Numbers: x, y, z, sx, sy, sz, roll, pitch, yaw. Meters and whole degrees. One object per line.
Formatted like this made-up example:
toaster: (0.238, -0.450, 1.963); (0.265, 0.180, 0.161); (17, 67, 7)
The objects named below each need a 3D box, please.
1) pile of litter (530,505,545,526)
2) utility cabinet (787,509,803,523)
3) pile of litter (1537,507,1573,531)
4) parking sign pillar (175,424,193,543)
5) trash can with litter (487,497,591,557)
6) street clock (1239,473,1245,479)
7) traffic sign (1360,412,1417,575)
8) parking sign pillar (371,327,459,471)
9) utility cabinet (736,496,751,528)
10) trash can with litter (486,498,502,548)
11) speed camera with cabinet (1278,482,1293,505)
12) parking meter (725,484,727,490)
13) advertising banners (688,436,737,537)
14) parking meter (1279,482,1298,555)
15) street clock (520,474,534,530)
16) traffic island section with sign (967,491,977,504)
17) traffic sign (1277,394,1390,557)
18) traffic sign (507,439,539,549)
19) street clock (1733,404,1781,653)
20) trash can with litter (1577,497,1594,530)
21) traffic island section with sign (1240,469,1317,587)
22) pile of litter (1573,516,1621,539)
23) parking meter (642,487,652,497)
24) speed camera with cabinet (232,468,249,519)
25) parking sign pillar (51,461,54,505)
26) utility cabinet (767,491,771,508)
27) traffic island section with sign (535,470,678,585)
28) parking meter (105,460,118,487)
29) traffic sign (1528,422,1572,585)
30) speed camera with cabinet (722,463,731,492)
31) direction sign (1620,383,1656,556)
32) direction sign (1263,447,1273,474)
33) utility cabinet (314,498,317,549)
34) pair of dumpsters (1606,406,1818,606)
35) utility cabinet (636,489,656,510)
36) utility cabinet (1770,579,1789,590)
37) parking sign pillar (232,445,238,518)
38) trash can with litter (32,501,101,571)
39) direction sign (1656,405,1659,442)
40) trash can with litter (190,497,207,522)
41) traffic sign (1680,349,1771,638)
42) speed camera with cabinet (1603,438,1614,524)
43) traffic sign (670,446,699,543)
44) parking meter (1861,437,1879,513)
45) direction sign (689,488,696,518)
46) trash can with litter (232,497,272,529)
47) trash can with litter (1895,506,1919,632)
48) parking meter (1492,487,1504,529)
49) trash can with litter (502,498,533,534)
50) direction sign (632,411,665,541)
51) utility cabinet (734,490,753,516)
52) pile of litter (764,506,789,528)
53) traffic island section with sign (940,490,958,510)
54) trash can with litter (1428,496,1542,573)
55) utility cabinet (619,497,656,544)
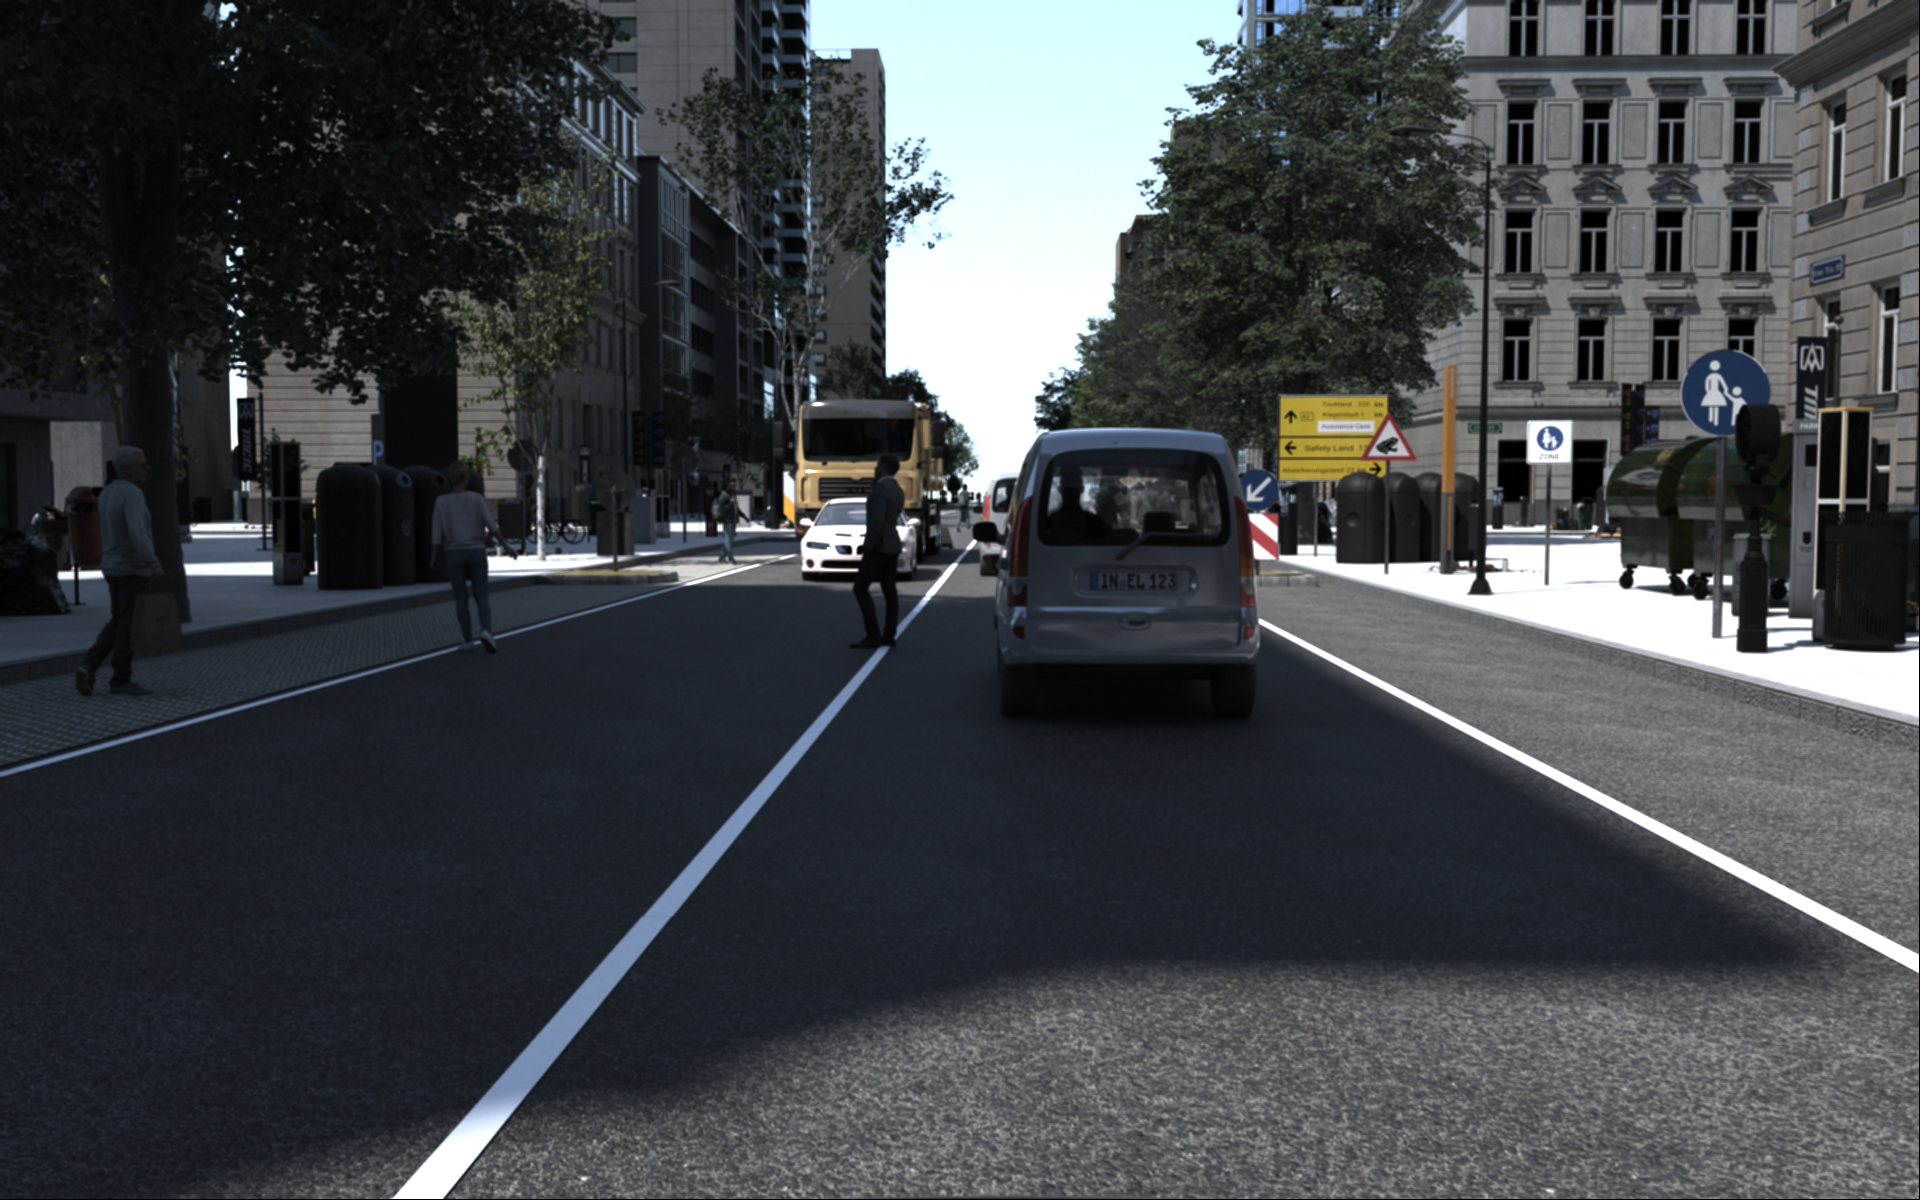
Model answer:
pile of litter: (-17.595, -3.473, 70.753); (1.176, 0.858, 1.719); (2, 4, 30)
utility cabinet: (-7.192, -4.046, 77.314); (1.020, 1.237, 0.306); (-1, 4, -13)
pile of litter: (21.116, -2.856, 60.657); (1.176, 0.858, 1.719); (-3, 5, -44)
parking sign pillar: (-21.153, -3.508, 45.834); (1.447, 3.967, 1.447); (3, 5, 43)
trash can with litter: (-8.996, -1.542, 36.271); (2.233, 1.210, 1.678); (-3, 4, -37)
street clock: (9.844, -3.388, 59.972); (0.358, 2.002, 0.471); (-2, 4, -35)
traffic sign: (6.797, -1.684, 27.539); (0.884, 2.594, 0.081); (0, 4, 3)
parking sign pillar: (-8.677, -2.393, 27.600); (1.447, 3.967, 1.447); (3, 5, 42)
utility cabinet: (-8.507, -3.351, 65.945); (1.020, 1.237, 0.306); (0, 4, 1)
trash can with litter: (-11.501, -1.812, 41.016); (0.624, 1.170, 1.055); (2, 4, 24)
speed camera with cabinet: (15.215, -5.354, 81.877); (2.038, 3.252, 0.660); (-1, 4, -12)
parking meter: (-13.113, -5.661, 98.270); (0.255, 1.863, 0.399); (-3, 5, -40)
advertising banners: (-7.464, -3.418, 52.070); (2.074, 3.025, 0.090); (3, 5, 40)
parking meter: (6.900, -1.708, 36.341); (0.372, 1.533, 0.369); (0, 3, 0)
street clock: (-15.435, -3.498, 61.758); (0.358, 2.002, 0.471); (2, 4, 30)
traffic island section with sign: (2.009, -15.999, 270.216); (1.989, 1.847, 2.006); (0, 4, 2)
traffic sign: (7.605, -2.537, 35.347); (2.265, 3.308, 0.079); (0, 4, 4)
traffic sign: (-10.158, -2.457, 40.284); (0.768, 2.556, 0.104); (0, 4, 6)
street clock: (6.429, -0.577, 14.003); (0.358, 2.002, 0.471); (1, 4, 10)
trash can with litter: (22.457, -3.118, 62.366); (0.624, 1.170, 1.055); (1, 4, 10)
traffic island section with sign: (4.567, -1.170, 27.757); (1.989, 1.847, 2.006); (0, 4, 2)
pile of litter: (18.780, -2.188, 49.744); (1.176, 0.858, 1.719); (-2, 4, -33)
parking meter: (-11.759, -3.467, 65.097); (0.372, 1.533, 0.369); (0, 3, 0)
speed camera with cabinet: (-37.846, -5.906, 90.905); (0.660, 3.252, 2.038); (-3, 4, -36)
parking sign pillar: (-57.576, -7.284, 107.570); (1.447, 3.967, 1.447); (1, 4, 23)
utility cabinet: (-14.400, -7.594, 132.846); (0.318, 1.500, 1.173); (2, 4, 25)
traffic island section with sign: (-5.650, -1.188, 28.047); (1.989, 1.847, 2.006); (0, 4, 2)
parking meter: (-12.631, -1.248, 26.113); (0.399, 1.863, 0.255); (0, 4, -3)
traffic sign: (8.255, -1.356, 24.304); (0.606, 2.300, 0.079); (1, 4, 11)
speed camera with cabinet: (-14.374, -7.055, 109.686); (0.660, 3.252, 2.038); (1, 4, 21)
direction sign: (13.827, -2.671, 35.661); (0.876, 3.537, 0.379); (-3, 5, -40)
direction sign: (14.982, -5.647, 84.320); (0.379, 3.537, 0.876); (3, 5, 40)
utility cabinet: (-14.561, -1.794, 40.486); (0.306, 1.237, 1.020); (2, 4, 32)
pair of dumpsters: (9.469, -1.151, 21.311); (1.574, 2.255, 4.437); (0, 4, 2)
utility cabinet: (-14.764, -4.493, 82.132); (1.173, 1.500, 0.318); (-1, 4, -10)
utility cabinet: (11.101, -0.763, 23.645); (0.306, 1.237, 1.020); (-2, 4, -23)
parking sign pillar: (-40.104, -6.525, 95.163); (1.447, 3.967, 1.447); (0, 4, 2)
trash can with litter: (-14.894, -1.076, 28.977); (1.055, 1.170, 0.624); (-3, 4, -38)
direction sign: (17.394, -3.199, 44.307); (0.876, 3.537, 0.379); (0, 4, 4)
trash can with litter: (-34.634, -4.100, 78.430); (1.055, 1.170, 0.624); (2, 4, 28)
traffic sign: (6.738, -0.932, 15.340); (0.768, 2.556, 0.104); (0, 4, 6)
speed camera with cabinet: (22.883, -4.040, 60.383); (0.660, 3.252, 2.038); (1, 4, 13)
traffic sign: (-7.290, -2.795, 45.800); (0.768, 2.556, 0.104); (1, 4, 9)
parking meter: (7.866, -0.588, 15.329); (0.399, 1.863, 0.255); (0, 4, -8)
direction sign: (-14.619, -6.268, 94.471); (0.876, 3.537, 0.379); (2, 4, 29)
trash can with litter: (-25.713, -3.244, 64.097); (2.233, 1.210, 1.678); (-1, 4, -11)
trash can with litter: (9.097, -0.307, 16.400); (0.624, 1.170, 1.055); (3, 5, 42)
parking meter: (19.534, -3.332, 62.888); (0.372, 1.533, 0.369); (0, 3, 0)
trash can with litter: (-13.629, -2.550, 53.079); (1.055, 1.170, 0.624); (1, 4, 12)
direction sign: (-8.494, -3.384, 47.326); (0.876, 3.537, 0.379); (0, 4, 3)
utility cabinet: (-11.172, -4.869, 88.288); (1.173, 1.500, 0.318); (-1, 4, -14)
pile of litter: (-6.864, -3.139, 65.285); (1.176, 0.858, 1.719); (1, 4, 9)
traffic island section with sign: (-1.458, -9.296, 160.624); (1.989, 1.847, 2.006); (0, 4, 2)
trash can with litter: (8.697, -1.115, 29.287); (1.678, 1.210, 2.233); (0, 4, -6)
utility cabinet: (-8.303, -2.043, 44.561); (1.020, 1.237, 0.306); (2, 4, 30)
